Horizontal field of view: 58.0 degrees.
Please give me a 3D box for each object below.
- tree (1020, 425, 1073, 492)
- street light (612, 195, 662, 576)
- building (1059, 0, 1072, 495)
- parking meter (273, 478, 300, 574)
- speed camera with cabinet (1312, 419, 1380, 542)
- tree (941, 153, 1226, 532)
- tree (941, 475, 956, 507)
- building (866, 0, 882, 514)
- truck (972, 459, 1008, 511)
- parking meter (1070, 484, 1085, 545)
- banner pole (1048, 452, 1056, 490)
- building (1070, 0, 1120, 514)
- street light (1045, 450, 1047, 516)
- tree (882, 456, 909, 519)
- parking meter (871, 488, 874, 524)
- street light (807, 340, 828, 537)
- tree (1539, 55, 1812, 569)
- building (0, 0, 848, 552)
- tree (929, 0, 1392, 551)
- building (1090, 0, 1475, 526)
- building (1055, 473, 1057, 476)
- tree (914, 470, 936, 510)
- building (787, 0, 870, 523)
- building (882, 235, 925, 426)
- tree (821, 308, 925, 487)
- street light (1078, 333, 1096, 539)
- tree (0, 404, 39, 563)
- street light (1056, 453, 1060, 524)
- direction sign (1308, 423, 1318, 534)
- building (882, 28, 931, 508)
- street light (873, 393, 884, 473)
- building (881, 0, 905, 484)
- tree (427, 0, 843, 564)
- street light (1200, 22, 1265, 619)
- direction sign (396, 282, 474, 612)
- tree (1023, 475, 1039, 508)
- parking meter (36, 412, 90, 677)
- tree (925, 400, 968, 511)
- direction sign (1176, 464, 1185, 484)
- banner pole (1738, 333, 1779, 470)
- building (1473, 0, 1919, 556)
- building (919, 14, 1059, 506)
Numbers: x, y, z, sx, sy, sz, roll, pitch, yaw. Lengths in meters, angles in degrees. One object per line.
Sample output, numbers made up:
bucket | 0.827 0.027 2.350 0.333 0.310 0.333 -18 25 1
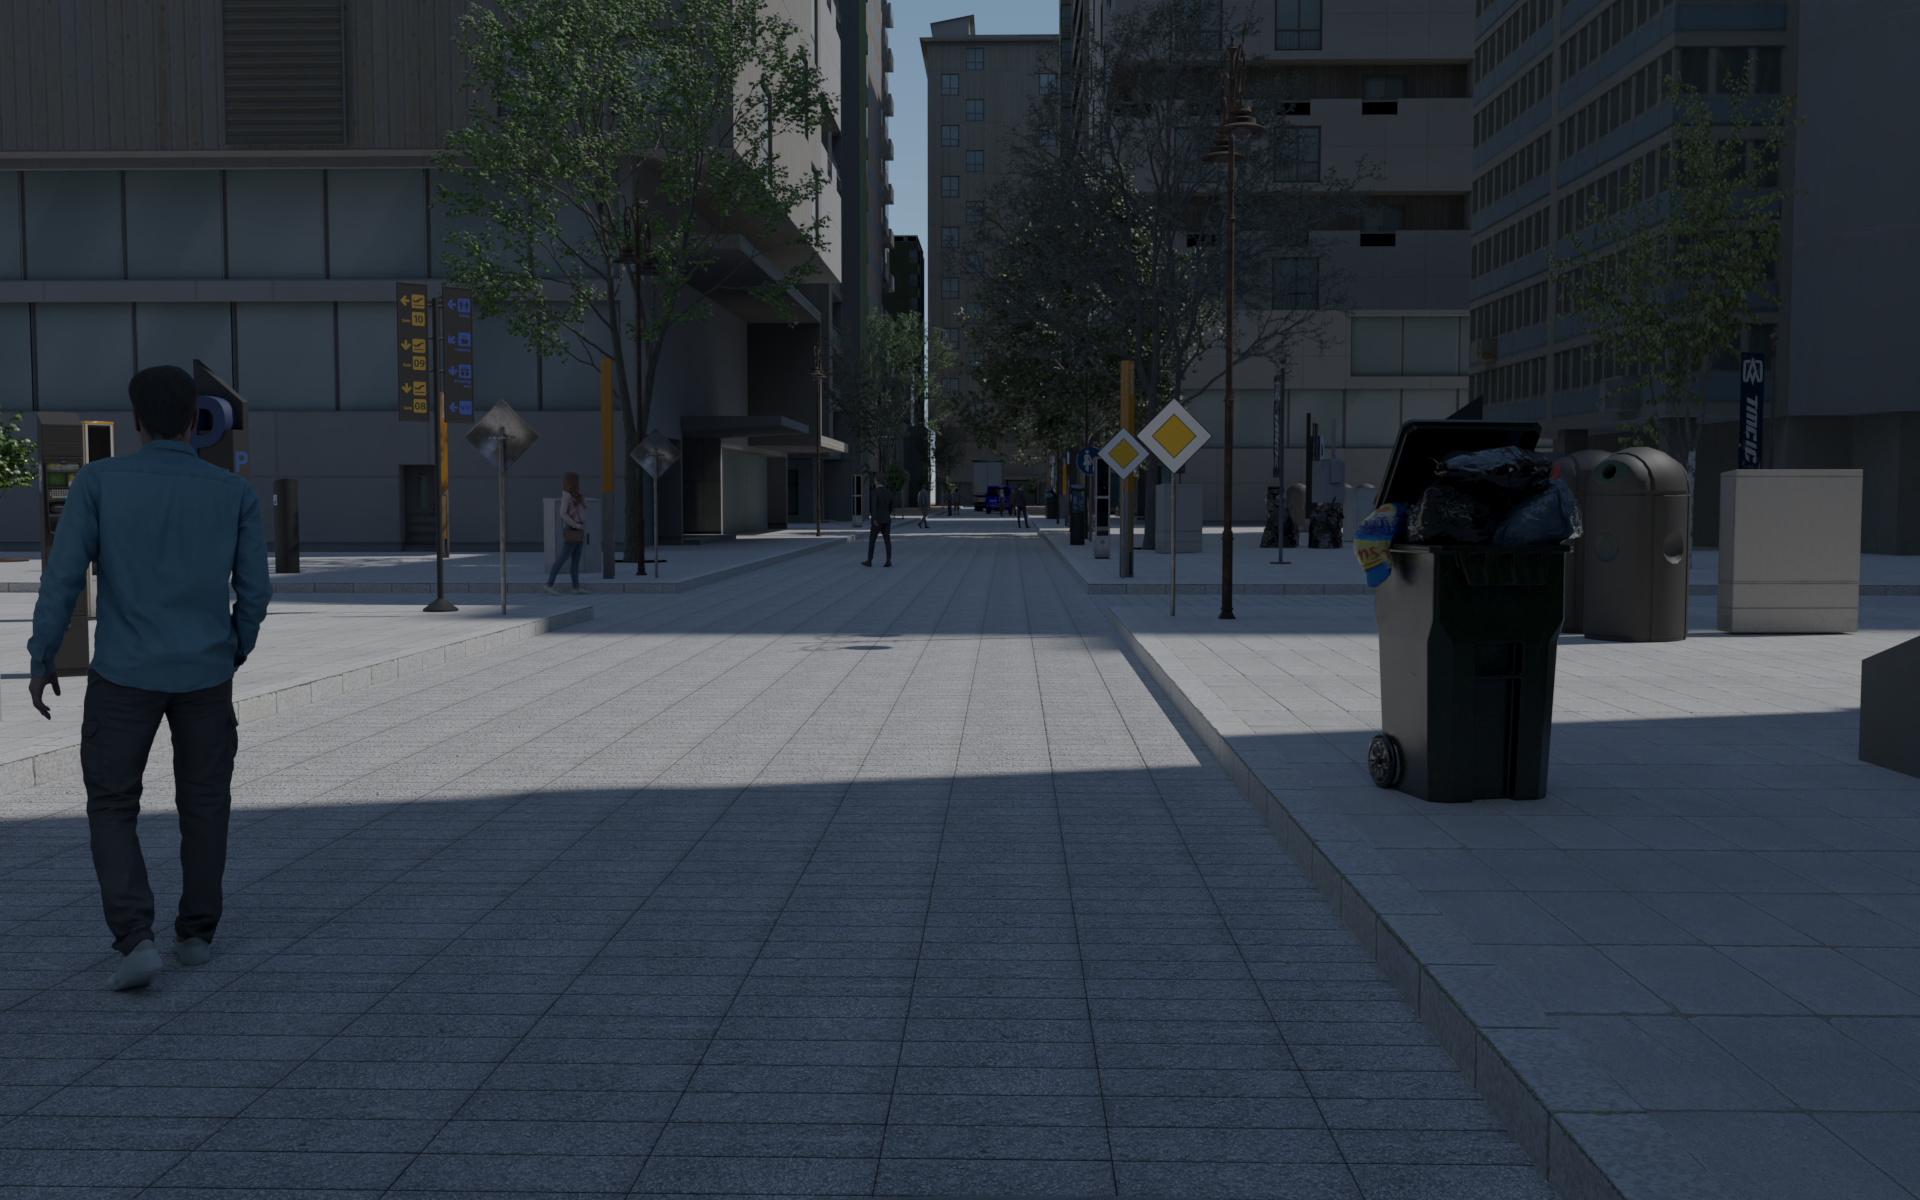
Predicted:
tree | 5.617 -9.400 104.048 4.360 8.622 3.978 0 3 0
street light | -5.030 -3.326 27.161 0.468 5.910 1.993 0 4 2
building | 14.749 -27.724 136.887 14.154 41.232 14.086 0 4 2
parking meter | -10.903 -1.201 28.041 0.372 1.533 0.369 0 3 0
speed camera with cabinet | 10.300 -3.156 45.936 2.038 3.252 0.660 -2 4 -29
tree | 4.119 -8.623 57.989 9.611 12.733 9.660 0 3 0
tree | -1.351 -11.223 178.094 1.663 3.219 1.824 0 3 0
building | -12.327 -28.034 108.472 14.600 45.320 14.200 0 4 2
truck | 2.520 -9.596 145.813 2.839 4.237 11.283 0 4 3
parking meter | 2.949 -2.145 43.475 0.372 1.533 0.369 0 3 0
banner pole | 5.044 -6.492 96.164 0.401 3.779 0.863 -2 4 -34
building | 18.633 -30.255 118.379 21.300 48.544 21.600 0 4 2
street light | 4.953 -7.747 99.449 0.468 5.910 1.993 0 4 2
tree | -3.459 -5.699 87.782 1.663 3.219 1.824 0 3 0
parking meter | -3.578 -3.960 73.150 0.372 1.533 0.369 0 3 0
street light | -4.270 -4.849 52.064 0.468 5.910 1.993 0 4 2
tree | 12.438 -4.854 29.719 4.737 8.622 4.395 0 3 0
building | -17.840 -28.126 49.099 28.713 52.752 27.495 0 4 2
tree | 4.520 -7.900 39.540 12.009 13.543 11.850 0 3 0
building | 20.131 -30.129 81.852 28.713 52.752 27.495 0 4 2
building | 20.969 -32.995 159.075 23.786 49.044 30.456 0 4 2
tree | -2.877 -8.887 139.906 1.663 3.219 1.824 0 3 0
building | -11.695 -24.124 78.025 14.154 41.232 14.086 0 4 2
building | -11.153 -25.879 194.815 14.107 30.474 14.160 0 4 2
tree | -3.912 -7.281 69.409 4.360 8.622 3.978 0 3 0
street light | 3.582 -4.664 49.037 0.468 5.910 1.993 0 4 2
tree | -18.177 -2.327 32.649 1.663 3.219 1.824 0 3 0
street light | 4.217 -6.214 74.387 0.468 5.910 1.993 0 4 2
direction sign | 11.371 -3.886 55.526 0.379 3.537 0.876 1 4 21
building | -18.789 -52.020 163.191 31.000 86.520 22.319 0 4 2
street light | -3.585 -6.414 77.658 0.468 5.910 1.993 0 4 2
building | -16.620 -31.286 131.127 23.786 49.044 30.456 0 4 2
tree | -6.042 -6.513 32.243 9.928 11.665 9.643 0 3 0
street light | 2.745 -2.743 17.636 0.468 5.910 1.993 0 4 2
direction sign | -5.690 -1.644 18.869 0.876 3.537 0.379 -3 5 -44
tree | 6.998 -10.391 164.495 1.663 3.219 1.824 0 3 0
parking meter | -6.322 -0.397 12.209 0.255 1.863 0.399 -2 4 -33
tree | -2.170 -10.861 127.935 4.360 8.622 3.978 0 3 0
direction sign | 8.418 -4.543 66.269 0.379 3.537 0.876 -1 4 -17
banner pole | 12.427 -2.258 26.936 0.863 3.779 0.401 -1 4 -17
building | 27.228 -21.484 43.142 23.993 40.220 32.217 0 4 2
building | 9.818 -37.346 199.838 27.495 52.752 28.713 0 4 2
